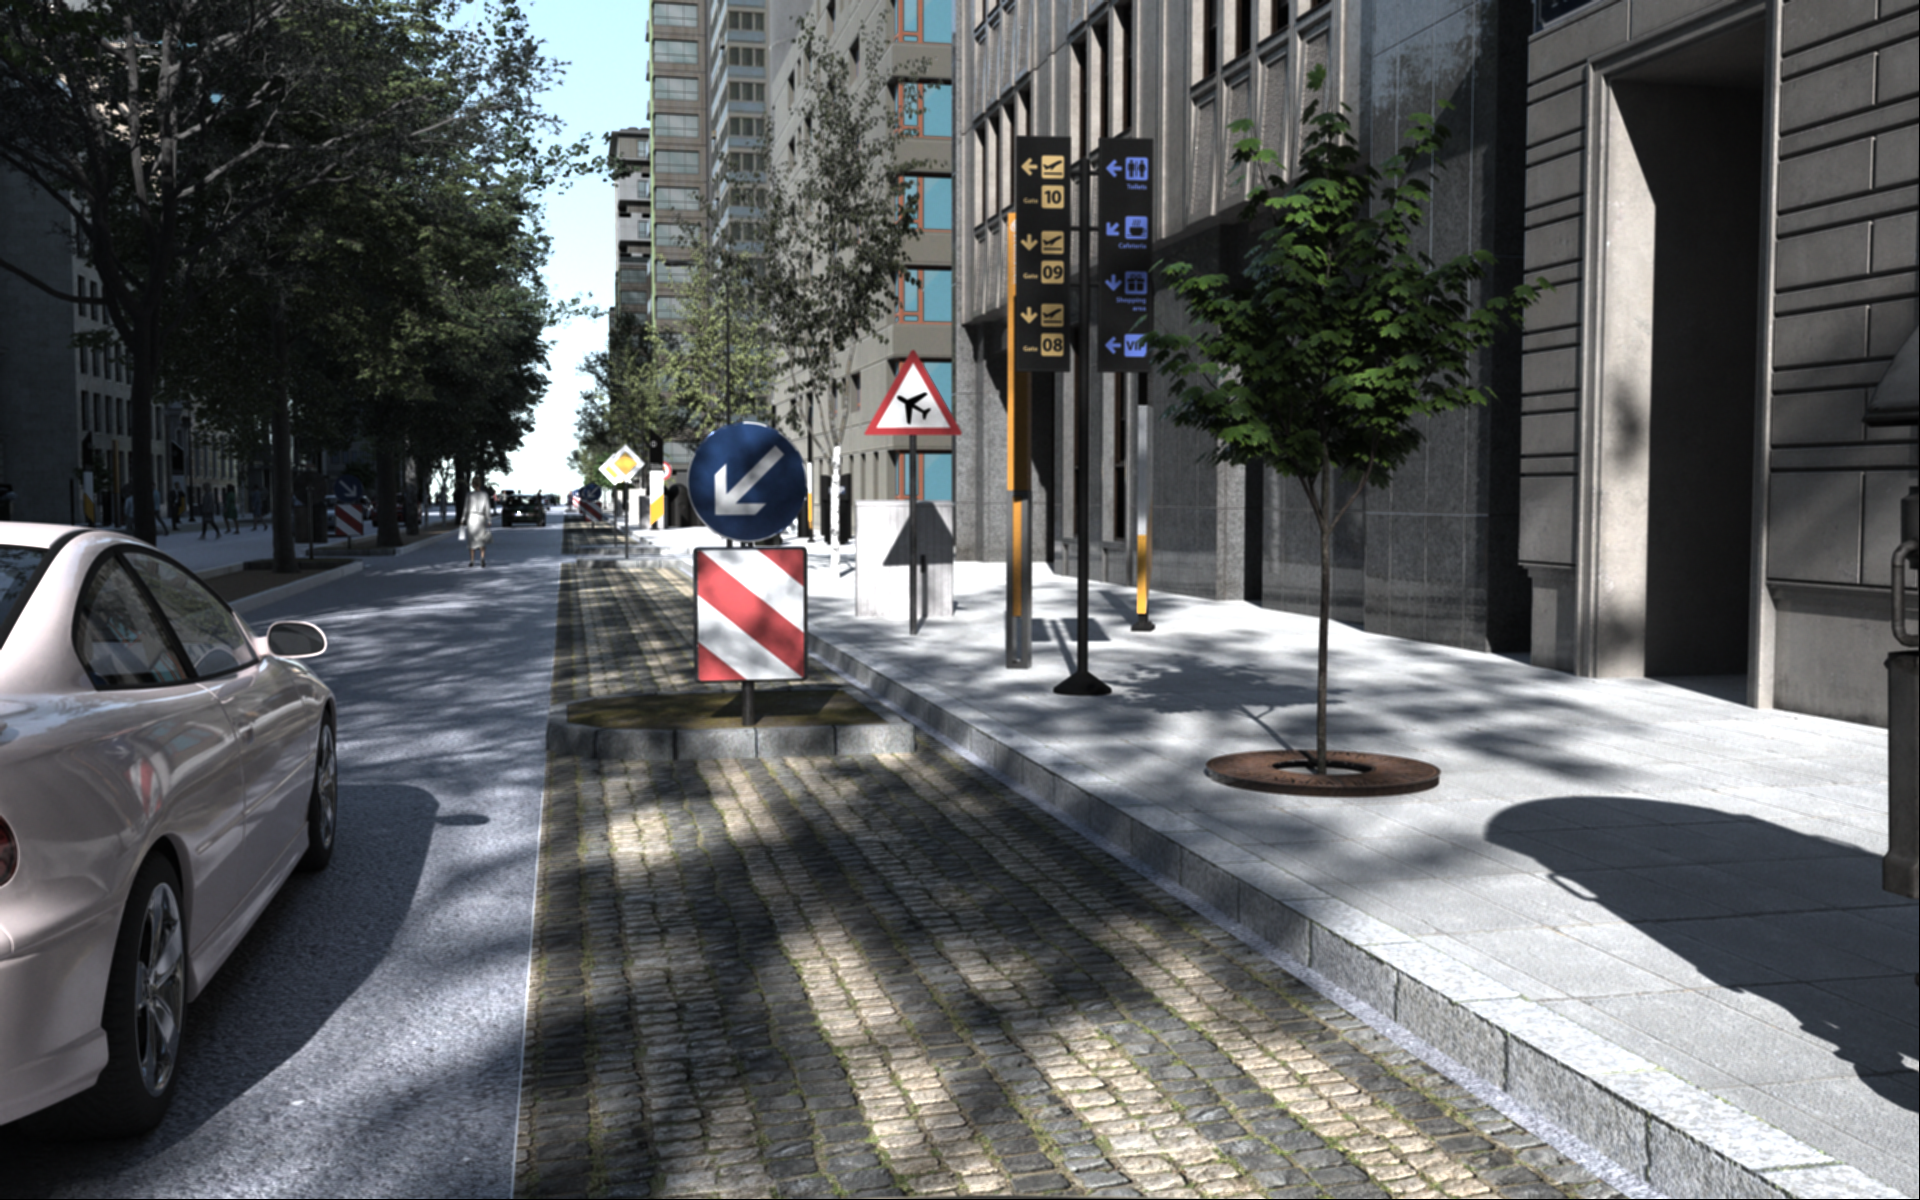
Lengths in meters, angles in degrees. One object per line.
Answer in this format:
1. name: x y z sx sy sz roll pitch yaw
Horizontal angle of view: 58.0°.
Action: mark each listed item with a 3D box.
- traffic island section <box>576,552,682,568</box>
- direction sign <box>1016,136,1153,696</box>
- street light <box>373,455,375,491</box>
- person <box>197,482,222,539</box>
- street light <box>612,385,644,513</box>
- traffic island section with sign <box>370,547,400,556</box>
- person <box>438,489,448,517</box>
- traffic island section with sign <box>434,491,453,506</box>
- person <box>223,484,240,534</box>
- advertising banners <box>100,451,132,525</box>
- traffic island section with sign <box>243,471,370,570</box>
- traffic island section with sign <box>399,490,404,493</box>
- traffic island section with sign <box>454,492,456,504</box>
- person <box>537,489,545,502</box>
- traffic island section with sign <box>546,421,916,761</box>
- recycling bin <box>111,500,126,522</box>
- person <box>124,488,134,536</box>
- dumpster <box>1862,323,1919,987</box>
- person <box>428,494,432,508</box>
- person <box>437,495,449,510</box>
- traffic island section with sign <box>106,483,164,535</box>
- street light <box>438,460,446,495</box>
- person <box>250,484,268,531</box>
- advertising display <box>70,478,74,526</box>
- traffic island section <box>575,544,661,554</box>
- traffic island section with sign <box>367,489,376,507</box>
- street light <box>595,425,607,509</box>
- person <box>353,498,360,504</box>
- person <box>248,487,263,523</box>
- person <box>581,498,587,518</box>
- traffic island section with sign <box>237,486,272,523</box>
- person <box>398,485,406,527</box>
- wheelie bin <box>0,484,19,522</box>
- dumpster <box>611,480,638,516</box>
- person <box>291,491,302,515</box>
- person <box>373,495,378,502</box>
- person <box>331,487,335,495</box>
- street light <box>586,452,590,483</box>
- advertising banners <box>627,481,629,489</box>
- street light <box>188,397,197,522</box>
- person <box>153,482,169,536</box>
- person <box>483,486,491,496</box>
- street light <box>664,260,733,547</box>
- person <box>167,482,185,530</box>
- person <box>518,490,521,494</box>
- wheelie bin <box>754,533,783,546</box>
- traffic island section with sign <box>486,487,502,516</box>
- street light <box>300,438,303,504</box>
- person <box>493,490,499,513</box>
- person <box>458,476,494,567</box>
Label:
1. traffic island section: -6.642 -0.756 34.645 2.009 0.180 2.903 -1 4 -13
2. direction sign: 0.792 -1.168 11.094 0.876 3.537 0.379 0 4 -6
3. street light: -52.109 -11.195 155.585 1.470 5.913 1.316 -1 4 -13
4. person: -23.660 -2.808 54.596 0.728 1.800 0.709 -3 4 -39
5. street light: -14.053 -6.189 73.725 1.470 5.913 1.316 -1 4 -13
6. traffic island section with sign: -14.298 -1.995 40.751 2.006 1.907 1.989 -1 4 -13
7. person: -32.863 -6.193 110.025 0.678 1.792 0.850 0 4 -2
8. traffic island section with sign: -64.288 -12.641 215.311 1.989 1.847 2.006 -1 4 -13
9. person: -26.272 -3.282 62.410 0.529 1.795 0.600 0 4 -8
10. advertising banners: -34.334 -4.561 70.763 2.074 3.025 0.090 1 4 21
11. traffic island section with sign: -12.663 -1.553 33.525 2.006 1.907 1.989 -1 4 -13
12. traffic island section with sign: -52.264 -9.412 162.510 1.989 1.847 2.006 -1 4 -13
13. traffic island section with sign: -70.299 -14.255 241.697 1.989 1.847 2.006 -1 4 -13
14. person: -28.864 -6.752 119.351 0.568 1.767 0.683 -1 4 -12
15. traffic island section with sign: -1.432 -0.098 10.234 1.989 1.847 2.006 -1 4 -13
16. recycling bin: -38.169 -4.055 78.848 0.722 1.027 0.722 3 5 39
17. person: -23.425 -2.371 49.076 0.589 1.601 0.330 -3 5 -42
18. dumpster: 2.695 0.172 2.939 1.264 1.857 1.865 -1 4 -13
19. person: -56.050 -10.464 182.778 0.628 1.438 0.799 -1 4 -9
20. person: -38.461 -7.316 128.944 1.217 1.723 0.721 2 4 29
21. traffic island section with sign: -29.071 -3.181 60.642 1.989 1.847 2.006 -1 4 -13
22. street light: -70.444 -16.104 235.842 1.470 5.913 1.316 -1 4 -13
23. person: -27.496 -3.629 67.856 0.654 1.822 0.581 1 4 10
24. advertising display: -35.459 -3.912 69.172 0.123 1.923 0.974 -2 4 -27
25. traffic island section: -8.414 -1.232 42.432 2.009 0.180 2.903 -1 4 -13
26. traffic island section with sign: -46.276 -7.804 136.226 1.989 1.847 2.006 -1 4 -13
27. street light: -23.591 -8.743 115.492 1.470 5.913 1.316 -1 4 -13
28. person: -31.787 -5.042 91.107 0.590 1.801 0.661 -2 4 -29
29. person: -34.640 -4.687 85.233 0.694 1.812 0.767 0 4 -4
30. person: -22.230 -5.733 102.474 0.600 1.795 0.529 1 4 14
31. traffic island section with sign: -35.062 -4.789 86.926 1.989 1.847 2.006 -1 4 -13
32. person: -23.974 -4.072 74.984 0.656 1.842 0.836 -1 4 -23
33. wheelie bin: -29.117 -2.735 52.620 0.980 1.594 0.693 -1 4 -17
34. dumpster: -19.415 -5.978 100.230 1.502 2.255 1.985 -1 4 -13
35. person: -27.111 -3.797 70.673 0.616 1.811 0.778 -2 4 -28
36. person: -47.983 -8.121 141.968 0.721 1.739 1.217 1 4 8
37. person: -26.078 -3.850 72.206 0.466 1.731 0.760 1 4 16
38. street light: -30.877 -10.718 147.783 1.470 5.913 1.316 -1 4 -13
39. advertising banners: -17.460 -5.862 92.027 0.090 3.025 2.074 -2 4 -24
40. street light: -35.014 -6.579 80.100 1.470 5.913 1.316 -1 4 -13
41. person: -27.547 -3.118 59.339 0.748 1.841 0.638 0 4 7
42. person: -26.151 -5.357 95.451 0.474 1.900 0.648 1 4 15
43. street light: -5.173 -3.797 34.629 1.470 5.913 1.316 -1 4 -13
44. person: -30.885 -3.698 68.318 0.474 1.900 0.648 0 4 7
45. person: -29.718 -6.584 116.965 1.217 1.723 0.721 0 4 2
46. wheelie bin: -4.807 -2.140 42.904 0.693 1.594 0.980 1 4 17
47. traffic island section with sign: -30.987 -6.476 114.019 2.006 1.907 1.989 -1 4 -13
48. street light: -42.594 -8.620 113.477 1.470 5.913 1.316 -1 4 -13
49. person: -34.217 -7.249 127.734 0.721 1.743 1.217 -2 4 -29
50. person: -9.488 -1.532 33.906 0.694 1.780 0.624 -1 4 -11
